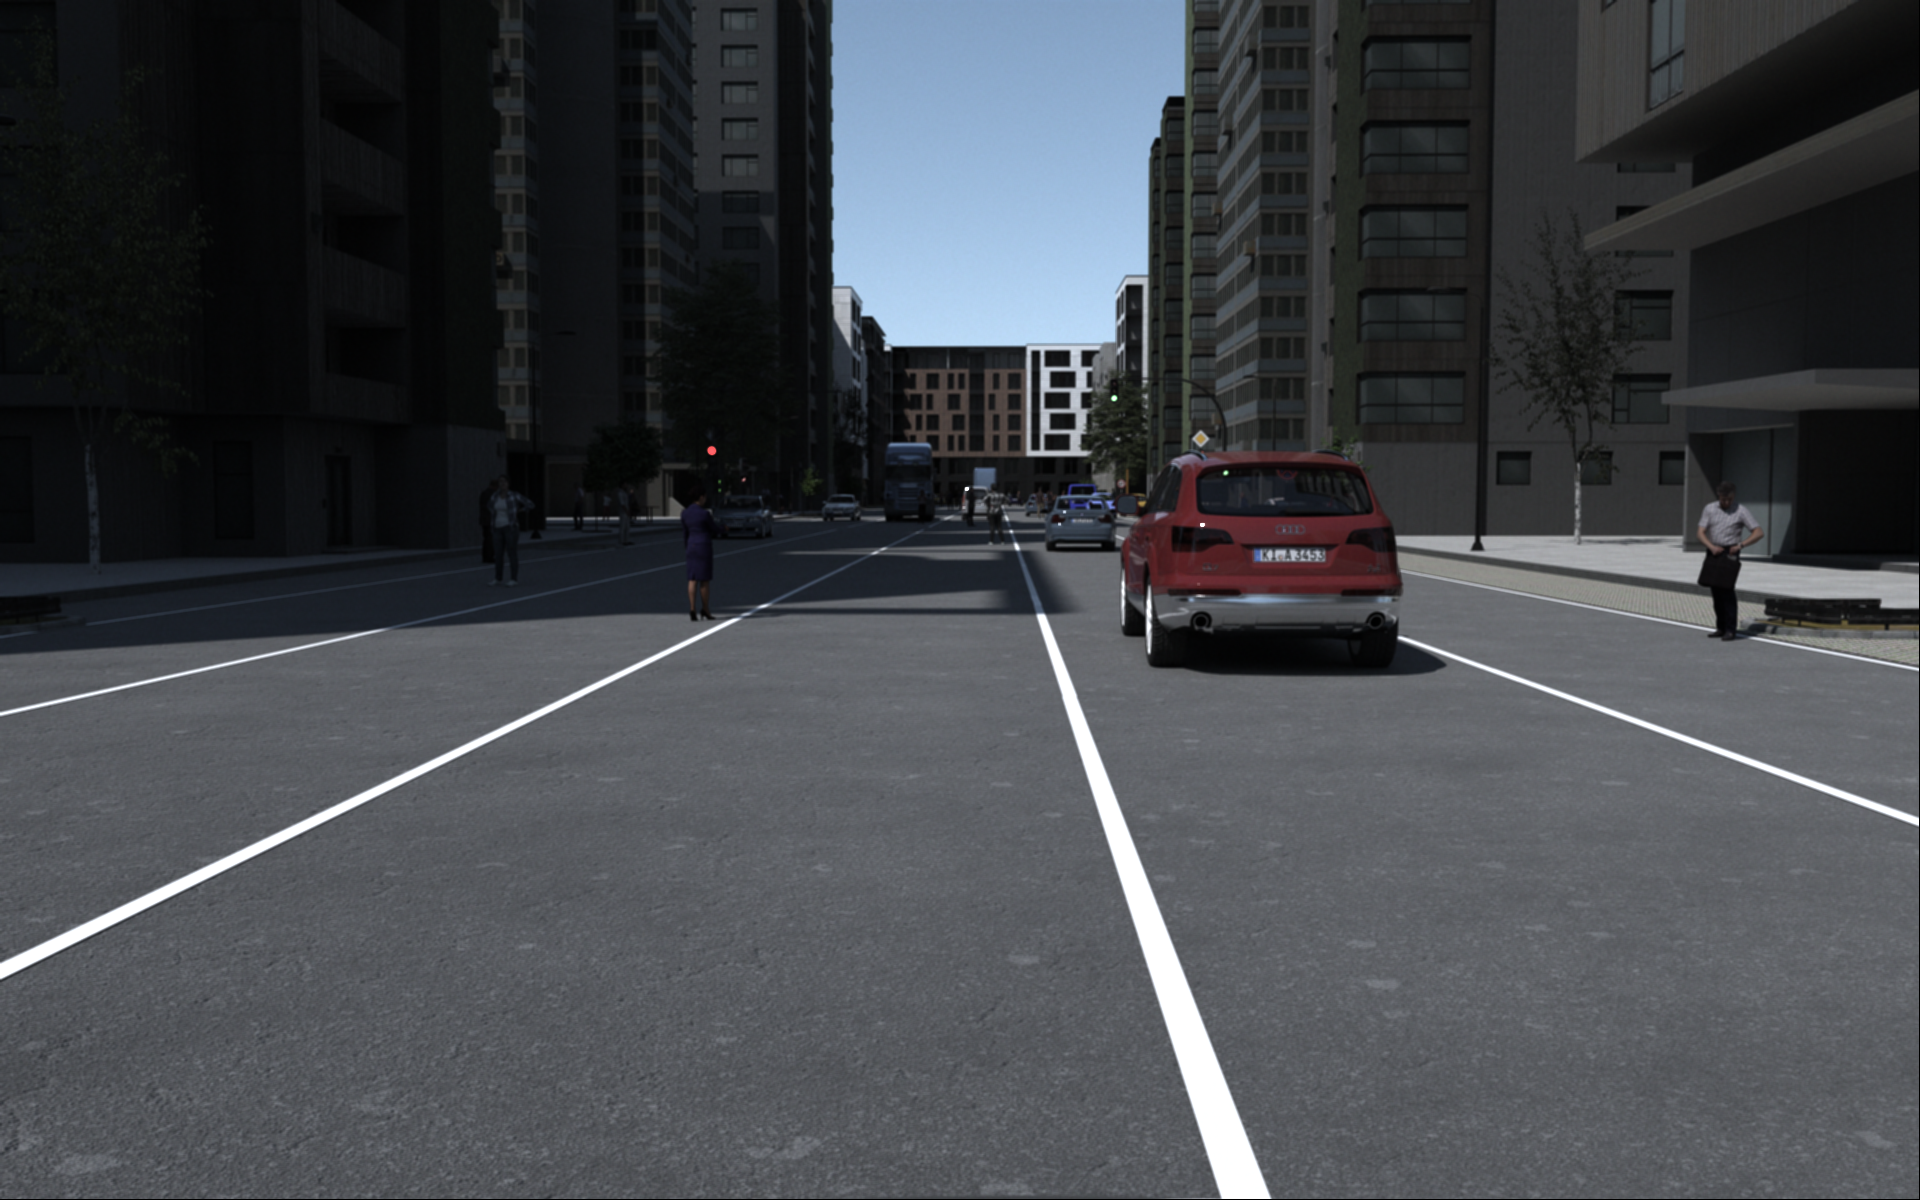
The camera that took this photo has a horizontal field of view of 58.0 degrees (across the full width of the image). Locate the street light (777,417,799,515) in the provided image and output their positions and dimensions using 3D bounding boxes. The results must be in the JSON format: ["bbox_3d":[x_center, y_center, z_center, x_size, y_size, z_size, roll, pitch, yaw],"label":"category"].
[{"bbox_3d":[-10.350,-8.046,104.089,1.470,5.913,1.316,0,4,1],"label":"street light"}]

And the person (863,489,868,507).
[{"bbox_3d":[-9.587,-10.341,175.209,0.705,1.814,1.350,1,4,10],"label":"person"}]

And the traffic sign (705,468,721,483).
[{"bbox_3d":[-11.175,-4.785,78.341,0.768,2.556,0.104,0,4,6],"label":"traffic sign"}]

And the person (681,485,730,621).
[{"bbox_3d":[-2.913,-0.540,19.691,0.453,1.535,0.546,1,4,9],"label":"person"}]

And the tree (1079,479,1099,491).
[{"bbox_3d":[15.739,-13.507,215.439,1.663,3.219,1.824,0,3,0],"label":"tree"}]

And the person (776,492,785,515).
[{"bbox_3d":[-10.966,-5.882,105.450,0.421,1.427,0.697,-3,5,-43],"label":"person"}]

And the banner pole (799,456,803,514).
[{"bbox_3d":[-10.431,-7.585,114.036,0.401,3.779,0.863,-2,4,-25],"label":"banner pole"}]

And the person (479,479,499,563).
[{"bbox_3d":[-9.721,-1.644,36.066,0.565,1.739,0.600,1,4,16],"label":"person"}]

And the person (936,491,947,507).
[{"bbox_3d":[-2.056,-11.064,190.110,1.217,1.743,0.721,1,4,15],"label":"person"}]

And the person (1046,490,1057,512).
[{"bbox_3d":[5.104,-5.296,96.552,0.593,1.643,0.415,-2,4,-25],"label":"person"}]

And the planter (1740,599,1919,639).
[{"bbox_3d":[9.251,0.196,17.939,1.991,0.319,1.994,0,4,1],"label":"planter"}]

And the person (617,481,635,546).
[{"bbox_3d":[-9.298,-2.417,48.166,0.789,1.805,0.875,0,4,3],"label":"person"}]

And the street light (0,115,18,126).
[{"bbox_3d":[-12.241,-2.987,21.374,1.470,5.913,1.316,0,4,1],"label":"street light"}]

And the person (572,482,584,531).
[{"bbox_3d":[-13.410,-3.285,60.692,0.436,1.711,0.756,-1,4,-15],"label":"person"}]

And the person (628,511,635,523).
[{"bbox_3d":[-14.630,-3.754,75.701,0.859,0.850,0.655,1,4,14],"label":"person"}]

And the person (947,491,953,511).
[{"bbox_3d":[-0.859,-8.555,149.079,0.576,1.737,0.504,0,4,6],"label":"person"}]

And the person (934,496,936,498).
[{"bbox_3d":[-3.427,-12.468,213.060,0.721,1.735,1.217,3,5,44],"label":"person"}]

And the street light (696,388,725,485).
[{"bbox_3d":[-11.033,-6.342,76.225,1.470,5.913,1.316,0,4,1],"label":"street light"}]

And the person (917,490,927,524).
[{"bbox_3d":[-1.813,-4.504,83.594,0.517,1.644,0.566,2,4,24],"label":"person"}]

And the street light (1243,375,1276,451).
[{"bbox_3d":[11.730,-5.818,67.672,1.470,5.913,1.316,0,4,1],"label":"street light"}]

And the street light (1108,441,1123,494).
[{"bbox_3d":[13.575,-10.902,150.796,1.470,5.913,1.316,0,4,1],"label":"street light"}]

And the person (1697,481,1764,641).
[{"bbox_3d":[7.582,-0.389,17.078,0.614,1.554,0.590,3,5,43],"label":"person"}]

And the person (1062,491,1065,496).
[{"bbox_3d":[10.623,-10.402,179.300,0.721,1.743,1.217,2,4,26],"label":"person"}]

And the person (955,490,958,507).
[{"bbox_3d":[-0.414,-11.278,192.529,0.705,1.869,1.348,0,4,-4],"label":"person"}]

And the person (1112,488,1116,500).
[{"bbox_3d":[14.177,-9.433,160.360,0.705,1.814,1.350,-1,4,-12],"label":"person"}]

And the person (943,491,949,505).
[{"bbox_3d":[-1.642,-12.854,218.757,1.348,1.812,0.705,0,4,-4],"label":"person"}]

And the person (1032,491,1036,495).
[{"bbox_3d":[7.881,-10.790,185.594,1.217,1.739,0.721,2,4,27],"label":"person"}]

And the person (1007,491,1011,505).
[{"bbox_3d":[6.387,-13.171,223.935,0.705,1.814,1.350,-2,4,-26],"label":"person"}]

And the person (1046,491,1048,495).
[{"bbox_3d":[11.303,-13.079,222.354,1.348,1.823,0.705,2,4,25],"label":"person"}]

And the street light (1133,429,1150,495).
[{"bbox_3d":[12.939,-9.205,123.040,1.470,5.913,1.316,0,4,1],"label":"street light"}]

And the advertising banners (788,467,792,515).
[{"bbox_3d":[-10.602,-6.867,108.457,0.090,3.025,2.074,0,4,0],"label":"advertising banners"}]

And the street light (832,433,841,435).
[{"bbox_3d":[-9.795,-9.779,132.420,1.470,5.913,1.316,0,4,1],"label":"street light"}]

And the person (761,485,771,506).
[{"bbox_3d":[-12.229,-6.313,109.123,0.709,1.838,0.599,-1,4,-11],"label":"person"}]

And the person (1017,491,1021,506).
[{"bbox_3d":[6.961,-11.866,203.038,0.617,1.759,0.750,-1,4,-20],"label":"person"}]

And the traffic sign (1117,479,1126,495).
[{"bbox_3d":[13.768,-9.027,147.699,0.768,2.556,0.104,1,4,10],"label":"traffic sign"}]

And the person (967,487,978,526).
[{"bbox_3d":[0.632,-4.153,76.931,0.750,1.759,0.617,3,4,38],"label":"person"}]

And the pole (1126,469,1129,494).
[{"bbox_3d":[13.618,-8.996,140.920,0.158,3.312,0.155,0,3,0],"label":"pole"}]

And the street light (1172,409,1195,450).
[{"bbox_3d":[12.283,-7.483,94.893,1.470,5.913,1.316,0,4,1],"label":"street light"}]

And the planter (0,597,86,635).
[{"bbox_3d":[-10.507,0.170,18.361,1.991,0.319,1.994,0,4,1],"label":"planter"}]

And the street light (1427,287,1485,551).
[{"bbox_3d":[11.175,-4.067,39.039,1.470,5.913,1.316,0,4,1],"label":"street light"}]

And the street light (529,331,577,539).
[{"bbox_3d":[-11.583,-4.697,49.332,1.470,5.913,1.316,0,4,1],"label":"street light"}]

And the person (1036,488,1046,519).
[{"bbox_3d":[4.708,-5.628,100.640,0.598,1.807,0.434,3,5,41],"label":"person"}]

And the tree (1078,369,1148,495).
[{"bbox_3d":[14.648,-14.655,157.733,7.486,12.596,7.792,0,3,0],"label":"tree"}]

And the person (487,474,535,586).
[{"bbox_3d":[-7.061,-1.085,26.968,0.841,1.734,0.376,2,4,23],"label":"person"}]

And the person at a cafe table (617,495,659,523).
[{"bbox_3d":[-14.554,-4.098,77.867,1.698,1.238,1.726,-2,4,-23],"label":"person at a cafe table"}]

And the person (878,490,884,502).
[{"bbox_3d":[-9.199,-12.085,204.413,1.217,1.735,0.721,0,4,1],"label":"person"}]

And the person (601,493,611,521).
[{"bbox_3d":[-16.880,-4.446,82.638,0.435,1.345,0.340,-2,4,-32],"label":"person"}]

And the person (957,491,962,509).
[{"bbox_3d":[-0.073,-9.342,161.697,0.568,1.767,0.683,-2,4,-28],"label":"person"}]

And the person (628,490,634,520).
[{"bbox_3d":[-16.507,-4.787,87.010,0.600,1.496,0.574,3,5,44],"label":"person"}]

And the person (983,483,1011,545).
[{"bbox_3d":[0.995,-2.415,48.701,0.841,1.734,0.376,-1,4,-17],"label":"person"}]
